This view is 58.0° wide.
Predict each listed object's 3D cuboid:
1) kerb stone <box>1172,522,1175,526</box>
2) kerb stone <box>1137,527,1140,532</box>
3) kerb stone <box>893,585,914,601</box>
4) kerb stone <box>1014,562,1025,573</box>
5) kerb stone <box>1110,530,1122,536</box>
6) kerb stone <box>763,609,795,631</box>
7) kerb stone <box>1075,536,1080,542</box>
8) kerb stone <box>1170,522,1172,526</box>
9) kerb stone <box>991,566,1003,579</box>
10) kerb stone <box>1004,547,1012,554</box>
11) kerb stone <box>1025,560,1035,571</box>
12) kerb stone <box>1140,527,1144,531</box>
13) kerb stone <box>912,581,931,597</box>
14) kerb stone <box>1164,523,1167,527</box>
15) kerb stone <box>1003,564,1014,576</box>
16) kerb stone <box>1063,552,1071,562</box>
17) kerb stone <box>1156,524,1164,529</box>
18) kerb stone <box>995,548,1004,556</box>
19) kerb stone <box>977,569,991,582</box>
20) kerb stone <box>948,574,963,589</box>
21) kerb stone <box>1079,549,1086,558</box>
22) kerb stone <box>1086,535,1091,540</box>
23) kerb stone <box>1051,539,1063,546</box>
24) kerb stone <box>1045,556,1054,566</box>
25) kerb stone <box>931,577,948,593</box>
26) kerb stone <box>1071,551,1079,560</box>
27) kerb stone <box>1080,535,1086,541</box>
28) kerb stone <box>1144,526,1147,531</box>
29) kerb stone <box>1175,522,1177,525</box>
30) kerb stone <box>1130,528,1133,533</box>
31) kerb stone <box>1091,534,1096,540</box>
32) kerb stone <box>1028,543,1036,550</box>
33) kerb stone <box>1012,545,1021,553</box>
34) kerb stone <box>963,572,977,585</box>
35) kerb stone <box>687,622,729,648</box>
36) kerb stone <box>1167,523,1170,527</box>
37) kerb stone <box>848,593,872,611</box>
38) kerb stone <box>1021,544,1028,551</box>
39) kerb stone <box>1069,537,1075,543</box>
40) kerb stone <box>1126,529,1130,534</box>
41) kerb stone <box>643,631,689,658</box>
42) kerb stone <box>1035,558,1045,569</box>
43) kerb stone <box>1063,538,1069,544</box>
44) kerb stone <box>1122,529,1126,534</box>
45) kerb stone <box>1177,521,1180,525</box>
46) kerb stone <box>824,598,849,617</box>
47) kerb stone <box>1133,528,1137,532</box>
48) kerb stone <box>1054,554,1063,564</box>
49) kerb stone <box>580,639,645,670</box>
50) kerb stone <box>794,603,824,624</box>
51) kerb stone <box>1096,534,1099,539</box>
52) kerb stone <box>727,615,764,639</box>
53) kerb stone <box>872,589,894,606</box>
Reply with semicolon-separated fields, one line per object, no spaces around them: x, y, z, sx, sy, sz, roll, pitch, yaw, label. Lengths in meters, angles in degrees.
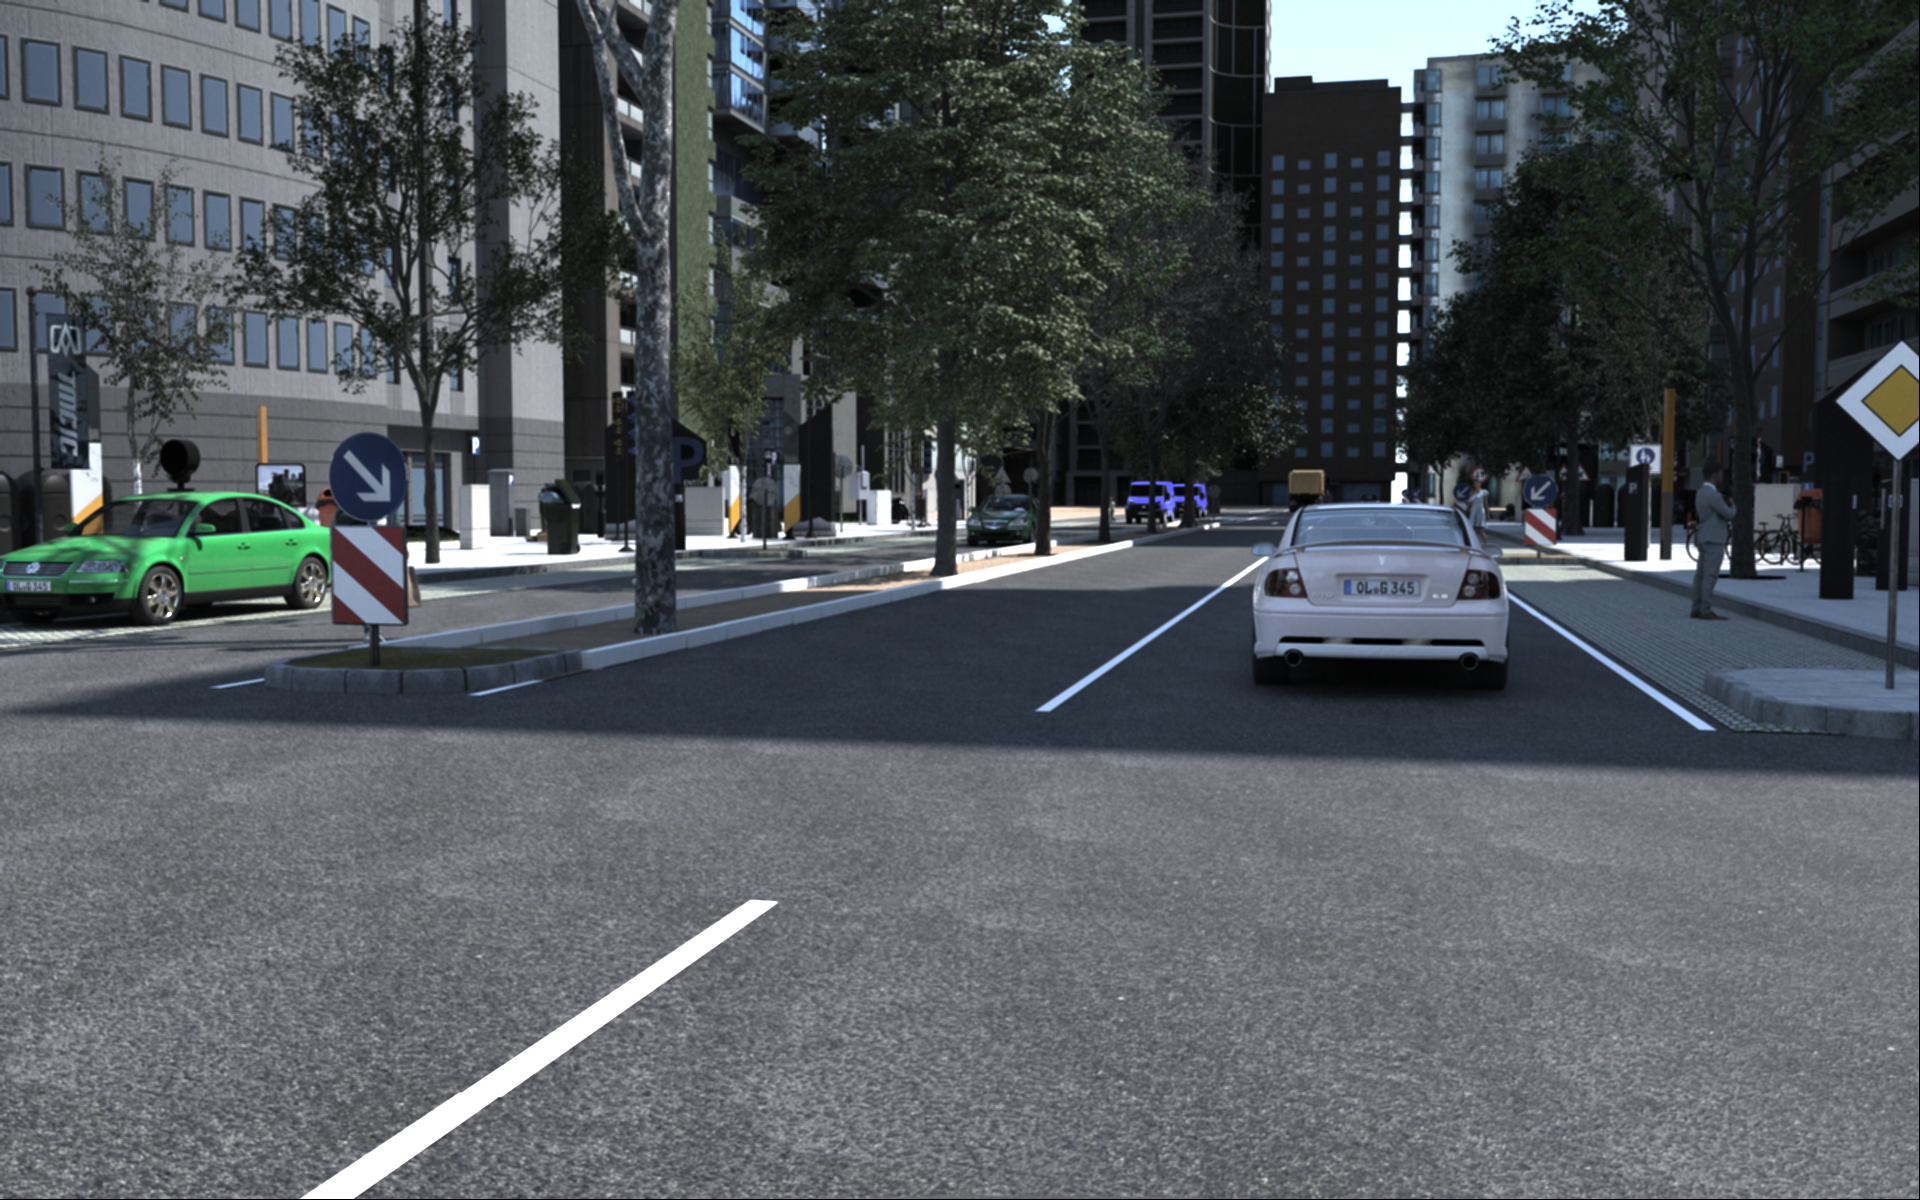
9.328;-3.353;77.021;0.120;0.150;1.000;1;4;13;kerb stone
6.554;-2.616;65.014;0.120;0.150;1.000;1;4;13;kerb stone
-0.850;-0.082;23.537;0.120;0.150;1.000;1;4;13;kerb stone
0.984;-0.572;31.542;0.120;0.150;1.000;1;4;13;kerb stone
5.403;-2.313;60.017;0.120;0.150;1.000;1;4;13;kerb stone
-2.013;0.223;18.549;0.120;0.150;1.000;1;4;13;kerb stone
3.335;-1.764;51.034;0.120;0.150;1.000;1;4;13;kerb stone
9.092;-3.291;76.007;0.120;0.150;1.000;1;4;13;kerb stone
0.528;-0.446;29.542;0.120;0.150;1.000;1;4;13;kerb stone
1.021;-1.152;41.039;0.120;0.150;1.000;1;4;13;kerb stone
1.217;-0.633;32.538;0.120;0.150;1.000;1;4;13;kerb stone
6.787;-2.680;66.017;0.120;0.150;1.000;1;4;13;kerb stone
-0.625;-0.143;24.534;0.120;0.150;1.000;1;4;13;kerb stone
8.632;-3.168;73.990;0.120;0.150;1.000;1;4;13;kerb stone
0.756;-0.510;30.538;0.120;0.150;1.000;1;4;13;kerb stone
2.143;-0.878;36.558;0.120;0.150;1.000;1;4;13;kerb stone
8.397;-3.107;72.994;0.120;0.150;1.000;1;4;13;kerb stone
0.790;-1.091;40.041;0.120;0.150;1.000;1;4;13;kerb stone
0.301;-0.388;28.536;0.120;0.150;1.000;1;4;13;kerb stone
-0.164;-0.265;26.536;0.120;0.150;1.000;1;4;13;kerb stone
2.603;-1.000;38.552;0.120;0.150;1.000;1;4;13;kerb stone
3.796;-1.885;53.026;0.120;0.150;1.000;1;4;13;kerb stone
2.639;-1.580;48.027;0.120;0.150;1.000;1;4;13;kerb stone
1.680;-0.755;34.542;0.120;0.150;1.000;1;4;13;kerb stone
-0.395;-0.204;25.531;0.120;0.150;1.000;1;4;13;kerb stone
2.379;-0.939;37.552;0.120;0.150;1.000;1;4;13;kerb stone
3.563;-1.822;52.030;0.120;0.150;1.000;1;4;13;kerb stone
7.019;-2.741;67.012;0.120;0.150;1.000;1;4;13;kerb stone
9.572;-3.414;78.014;0.120;0.150;1.000;1;4;13;kerb stone
6.092;-2.497;63.015;0.120;0.150;1.000;1;4;13;kerb stone
4.028;-1.947;54.021;0.120;0.150;1.000;1;4;13;kerb stone
1.717;-1.335;44.035;0.120;0.150;1.000;1;4;13;kerb stone
1.255;-1.214;42.044;0.120;0.150;1.000;1;4;13;kerb stone
0.064;-0.327;27.541;0.120;0.150;1.000;1;4;13;kerb stone
-2.466;0.350;16.555;0.120;0.150;1.000;1;4;13;kerb stone
8.868;-3.229;74.997;0.120;0.150;1.000;1;4;13;kerb stone
-1.316;0.040;21.546;0.120;0.150;1.000;1;4;13;kerb stone
1.486;-1.274;43.040;0.120;0.150;1.000;1;4;13;kerb stone
3.103;-1.703;50.038;0.120;0.150;1.000;1;4;13;kerb stone
5.870;-2.436;62.017;0.120;0.150;1.000;1;4;13;kerb stone
-2.705;0.408;15.560;0.120;0.150;1.000;1;4;13;kerb stone
1.449;-0.692;33.547;0.120;0.150;1.000;1;4;13;kerb stone
2.873;-1.638;49.029;0.120;0.150;1.000;1;4;13;kerb stone
5.625;-2.372;61.023;0.120;0.150;1.000;1;4;13;kerb stone
9.789;-3.471;79.014;0.120;0.150;1.000;1;4;13;kerb stone
-1.543;0.102;20.550;0.120;0.150;1.000;1;4;13;kerb stone
6.323;-2.558;64.011;0.120;0.150;1.000;1;4;13;kerb stone
1.918;-0.815;35.540;0.120;0.150;1.000;1;4;13;kerb stone
-2.928;0.467;14.562;0.120;0.150;1.000;1;4;13;kerb stone
-1.773;0.162;19.546;0.120;0.150;1.000;1;4;13;kerb stone
4.254;-2.008;55.018;0.120;0.150;1.000;1;4;13;kerb stone
-2.237;0.284;17.552;0.120;0.150;1.000;1;4;13;kerb stone
-1.084;-0.020;22.542;0.120;0.150;1.000;1;4;13;kerb stone
